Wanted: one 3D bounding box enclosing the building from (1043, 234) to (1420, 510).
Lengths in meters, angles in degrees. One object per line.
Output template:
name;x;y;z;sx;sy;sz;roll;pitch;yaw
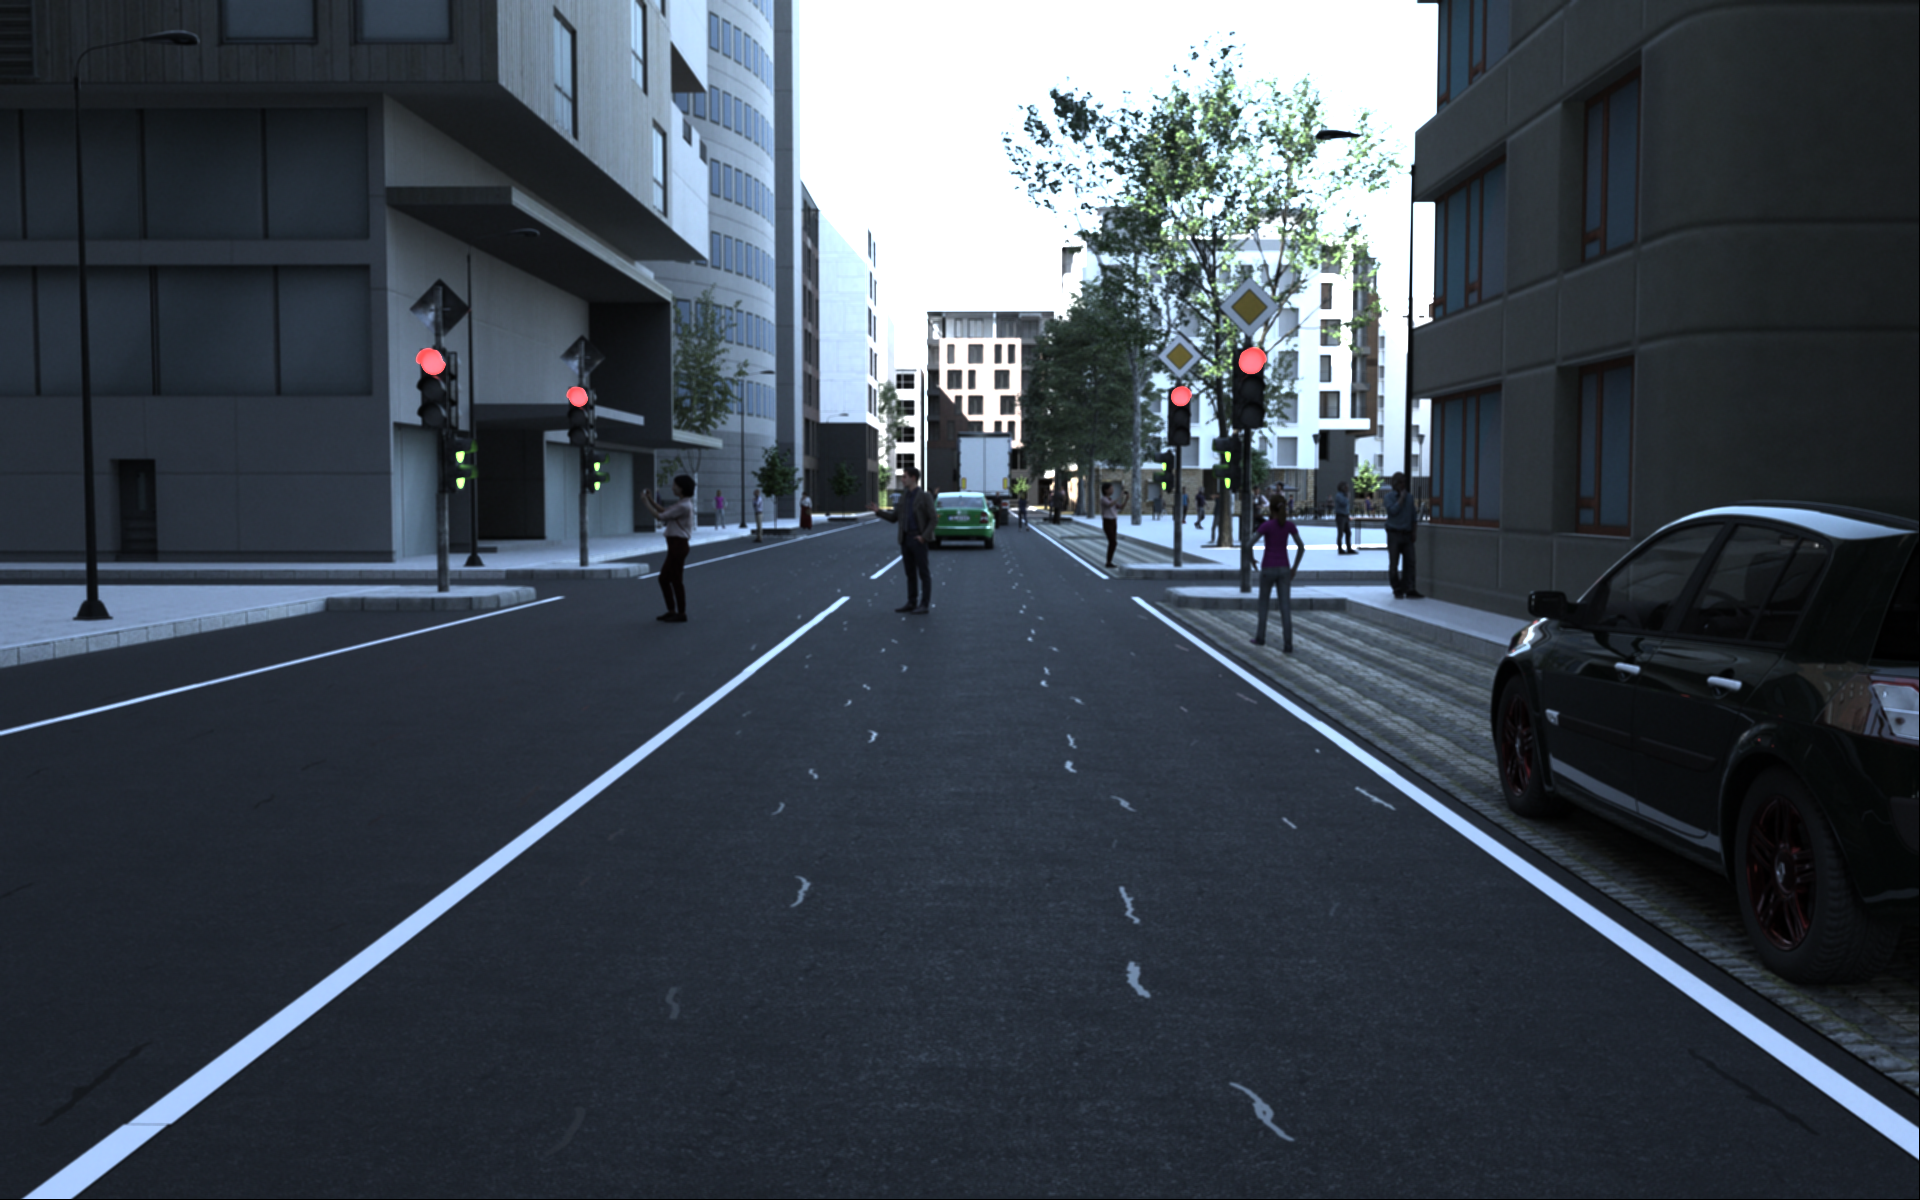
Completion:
building;22.141;-18.895;152.904;27.936;21.610;32.646;0;4;1

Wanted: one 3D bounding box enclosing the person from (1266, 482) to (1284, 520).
person;9.636;-2.784;53.015;0.566;1.644;0.517;0;4;0

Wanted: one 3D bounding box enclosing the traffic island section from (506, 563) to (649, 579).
traffic island section;-6.691;-0.518;30.752;2.009;0.180;2.903;0;4;1

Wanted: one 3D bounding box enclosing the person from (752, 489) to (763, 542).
person;-6.047;-2.512;51.632;0.319;1.574;0.516;0;4;-6

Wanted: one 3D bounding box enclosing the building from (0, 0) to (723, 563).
building;-21.484;-27.759;43.103;28.713;52.752;27.495;0;4;1

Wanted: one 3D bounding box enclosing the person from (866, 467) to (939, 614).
person;-0.698;-0.721;20.820;0.750;1.759;0.617;-2;4;-29

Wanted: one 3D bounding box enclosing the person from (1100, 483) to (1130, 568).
person;2.996;-1.449;33.646;0.517;1.644;0.566;-1;4;-15

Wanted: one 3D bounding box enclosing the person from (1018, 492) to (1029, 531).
person;2.469;-3.433;67.165;0.613;1.512;0.480;3;5;42

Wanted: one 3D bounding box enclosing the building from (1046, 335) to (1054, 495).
building;16.736;-19.555;176.148;16.016;20.091;11.380;0;4;1

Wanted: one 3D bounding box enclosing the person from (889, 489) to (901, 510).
person;-3.775;-5.714;102.651;0.841;1.734;0.376;0;4;-2

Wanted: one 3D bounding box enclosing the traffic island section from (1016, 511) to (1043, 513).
traffic island section;5.338;-6.748;133.201;1.991;0.108;1.994;0;4;1

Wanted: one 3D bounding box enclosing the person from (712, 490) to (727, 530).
person;-8.542;-3.221;61.937;0.726;1.435;0.776;-2;4;-30

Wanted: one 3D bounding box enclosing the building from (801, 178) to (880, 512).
building;-20.642;-17.032;122.445;27.936;21.610;32.646;0;4;1

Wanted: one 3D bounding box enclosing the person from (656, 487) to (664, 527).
person;-11.404;-3.482;65.190;0.471;1.553;0.569;3;5;44

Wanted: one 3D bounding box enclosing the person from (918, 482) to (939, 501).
person;-0.851;-1.796;38.663;0.742;1.727;0.445;-1;4;-18

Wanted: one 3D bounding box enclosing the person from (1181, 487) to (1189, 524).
person;9.689;-4.131;75.450;0.647;1.594;0.662;-1;4;-18

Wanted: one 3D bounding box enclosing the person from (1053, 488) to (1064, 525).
person;4.608;-4.399;81.110;0.565;1.739;0.600;1;4;11

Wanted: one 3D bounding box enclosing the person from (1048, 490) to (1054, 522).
person;4.664;-4.743;87.516;0.415;1.643;0.593;-1;4;-22

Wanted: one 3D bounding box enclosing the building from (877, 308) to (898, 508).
building;-22.600;-18.773;173.402;31.486;18.905;16.747;0;4;1

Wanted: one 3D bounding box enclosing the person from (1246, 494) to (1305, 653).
person;2.804;-0.242;15.697;0.726;1.434;0.776;-1;4;-11

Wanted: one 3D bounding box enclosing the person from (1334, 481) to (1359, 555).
person;8.128;-1.735;36.628;0.499;1.552;0.429;-2;4;-32

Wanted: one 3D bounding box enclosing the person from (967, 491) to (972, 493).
person;0.373;-3.159;62.358;0.429;1.552;0.499;-1;4;-23

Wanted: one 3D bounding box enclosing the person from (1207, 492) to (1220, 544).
person;6.646;-2.138;44.915;0.340;1.345;0.435;3;5;42

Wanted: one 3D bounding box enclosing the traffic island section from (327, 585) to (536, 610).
traffic island section;-6.806;-0.030;22.768;2.009;0.180;2.903;0;4;1

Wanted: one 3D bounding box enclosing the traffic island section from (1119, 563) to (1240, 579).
traffic island section;3.869;-0.509;30.596;2.009;0.180;2.903;0;4;1

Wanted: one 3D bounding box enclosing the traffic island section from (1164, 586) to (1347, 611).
traffic island section;3.755;-0.020;22.612;2.009;0.180;2.903;0;4;1

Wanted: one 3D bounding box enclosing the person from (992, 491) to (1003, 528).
person;1.564;-3.758;72.212;0.482;1.546;0.388;1;4;12

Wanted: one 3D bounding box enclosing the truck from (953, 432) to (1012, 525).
truck;1.081;-5.822;84.110;2.839;4.237;11.283;0;4;0

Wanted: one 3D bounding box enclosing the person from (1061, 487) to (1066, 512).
person;7.281;-7.205;124.372;0.750;1.759;0.617;3;5;42

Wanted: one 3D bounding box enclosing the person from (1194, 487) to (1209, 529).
person;8.819;-3.376;63.457;0.569;1.553;0.471;-1;4;-16

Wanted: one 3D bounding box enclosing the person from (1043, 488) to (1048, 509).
person;7.438;-8.854;150.824;0.705;1.822;1.348;1;4;11

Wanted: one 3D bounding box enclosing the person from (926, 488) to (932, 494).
person;-1.177;-2.993;58.898;0.566;1.644;0.517;-1;4;-22

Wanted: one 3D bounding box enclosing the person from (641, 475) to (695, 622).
person;-3.268;-0.579;19.420;0.566;1.644;0.517;2;4;35

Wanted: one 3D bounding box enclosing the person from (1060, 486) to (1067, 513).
person;6.982;-6.900;118.720;0.709;1.838;0.599;-1;4;-14

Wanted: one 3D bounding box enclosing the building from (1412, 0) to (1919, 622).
building;19.418;-9.919;7.211;27.650;21.520;28.899;0;4;1

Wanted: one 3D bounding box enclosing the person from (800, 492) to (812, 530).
person;-6.205;-3.601;69.836;0.523;1.526;0.387;0;4;4

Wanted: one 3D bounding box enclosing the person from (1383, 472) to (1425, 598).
person;5.432;-0.794;21.241;0.499;1.552;0.429;0;4;6

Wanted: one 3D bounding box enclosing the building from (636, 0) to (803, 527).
building;-19.228;-32.825;78.685;21.231;58.520;28.212;0;4;1

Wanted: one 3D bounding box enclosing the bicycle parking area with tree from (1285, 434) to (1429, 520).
bicycle parking area with tree;19.565;-5.877;83.084;8.231;4.147;9.016;0;4;7

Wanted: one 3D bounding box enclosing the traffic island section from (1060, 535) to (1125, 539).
traffic island section;4.227;-2.006;55.671;1.991;0.108;1.994;0;4;1
